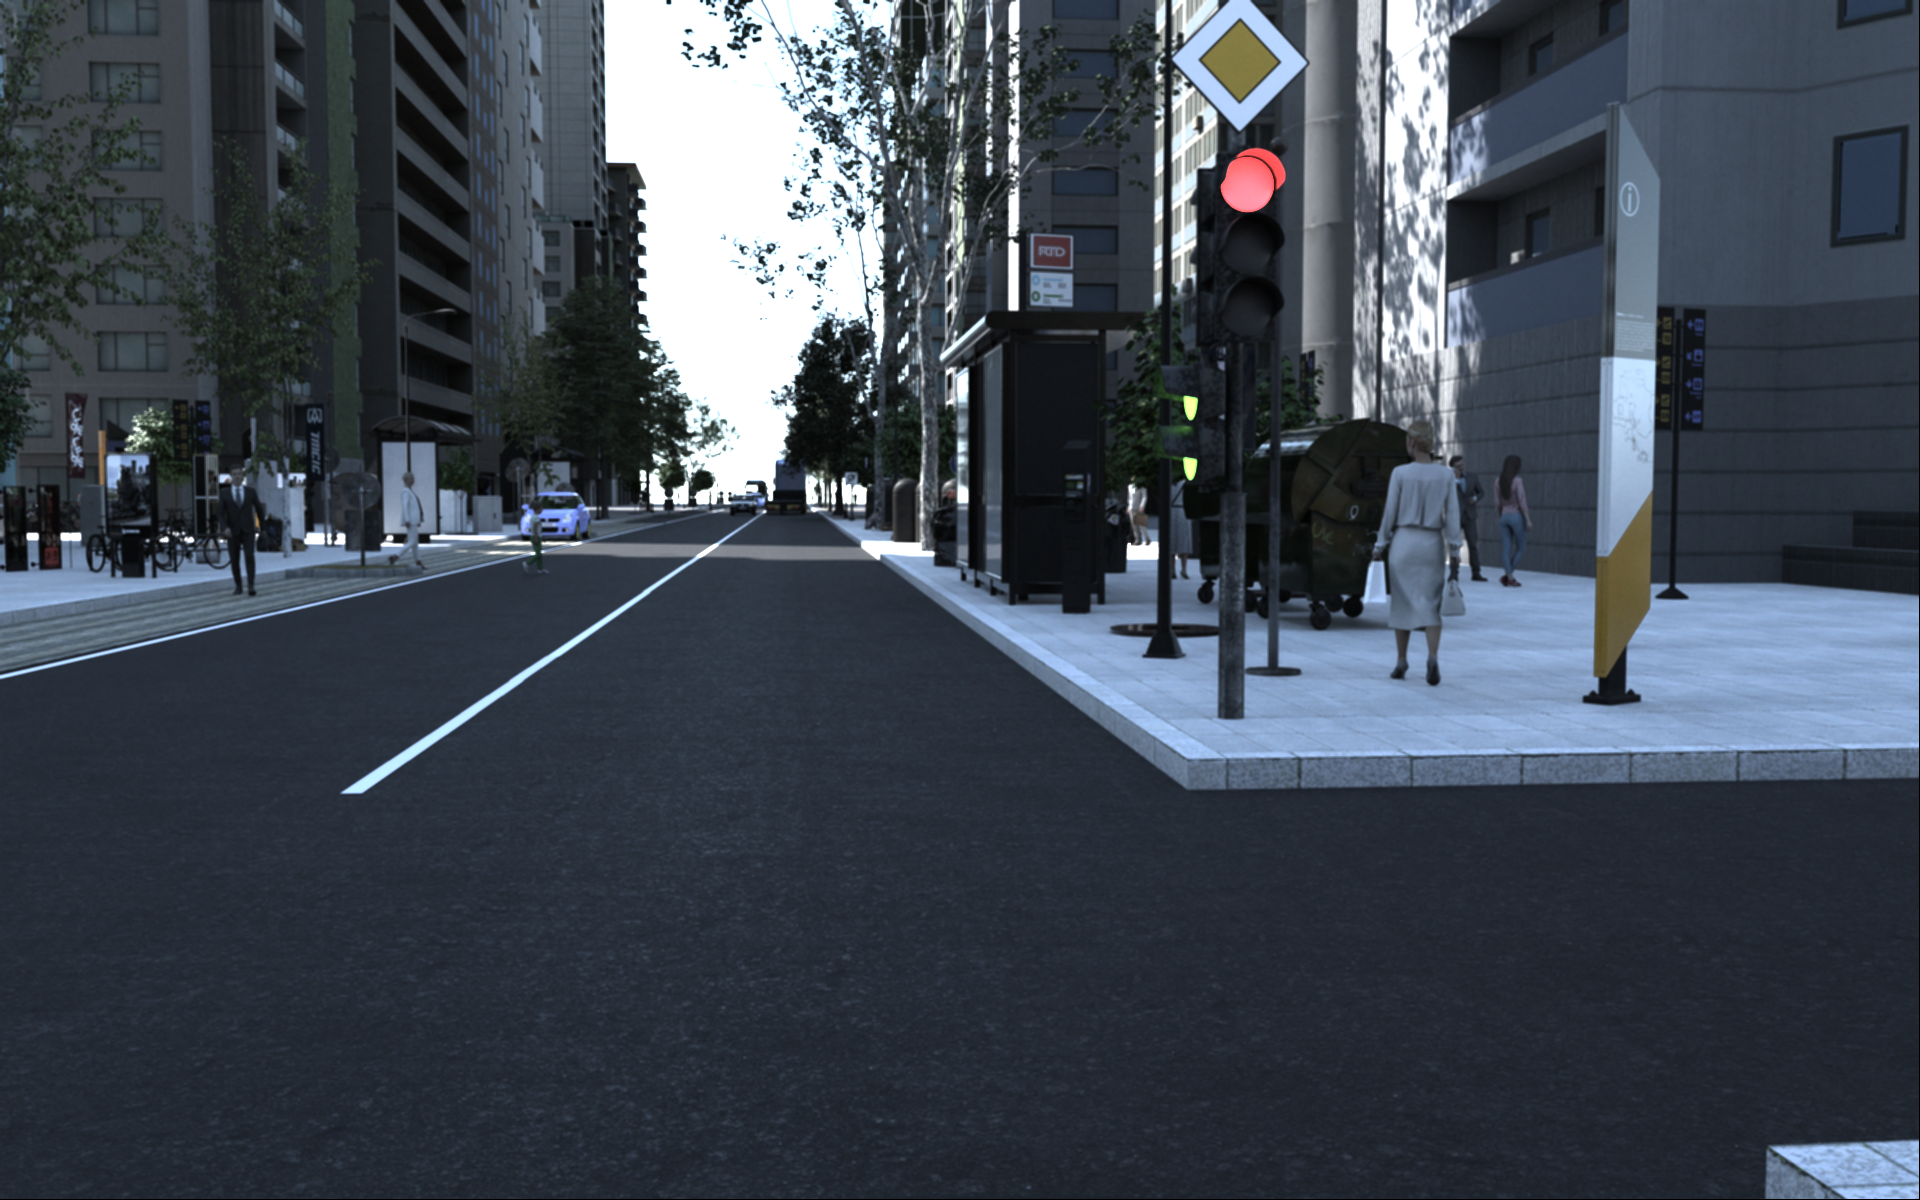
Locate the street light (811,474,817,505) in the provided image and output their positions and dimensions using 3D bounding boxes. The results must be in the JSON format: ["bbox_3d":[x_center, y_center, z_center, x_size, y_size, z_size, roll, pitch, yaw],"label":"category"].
[{"bbox_3d":[-9.990,-9.367,125.692,1.470,5.913,1.316,0,4,-6],"label":"street light"}]

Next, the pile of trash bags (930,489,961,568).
[{"bbox_3d":[0.361,-1.314,31.235,1.912,1.369,3.447,-1,4,-19],"label":"pile of trash bags"}]

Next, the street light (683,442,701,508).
[{"bbox_3d":[-24.181,-11.165,155.093,1.470,5.913,1.316,0,4,-6],"label":"street light"}]

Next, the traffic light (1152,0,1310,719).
[{"bbox_3d":[1.534,-1.278,9.811,0.839,4.253,0.868,0,4,-6],"label":"traffic light"}]

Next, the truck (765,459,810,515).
[{"bbox_3d":[-12.663,-8.412,127.300,2.967,4.110,18.799,0,4,-4],"label":"truck"}]

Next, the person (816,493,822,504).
[{"bbox_3d":[-17.648,-12.975,218.892,1.217,1.735,0.721,-1,4,-13],"label":"person"}]

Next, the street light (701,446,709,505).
[{"bbox_3d":[-25.336,-11.932,167.627,1.470,5.913,1.316,0,4,-6],"label":"street light"}]

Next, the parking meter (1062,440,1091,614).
[{"bbox_3d":[1.258,-0.792,18.657,0.255,1.863,0.399,1,4,14],"label":"parking meter"}]

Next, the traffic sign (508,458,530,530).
[{"bbox_3d":[-15.519,-3.721,60.942,0.768,2.556,0.104,0,4,2],"label":"traffic sign"}]

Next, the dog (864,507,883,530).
[{"bbox_3d":[-3.266,-2.957,62.730,0.800,0.831,0.513,2,4,29],"label":"dog"}]

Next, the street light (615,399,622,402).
[{"bbox_3d":[-17.233,-6.874,84.929,1.470,5.913,1.316,0,4,-6],"label":"street light"}]

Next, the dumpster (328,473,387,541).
[{"bbox_3d":[-16.457,-2.546,47.382,1.264,1.857,1.865,0,4,-6],"label":"dumpster"}]

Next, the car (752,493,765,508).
[{"bbox_3d":[-21.473,-10.563,182.294,1.945,1.707,3.694,0,4,-5],"label":"car"}]

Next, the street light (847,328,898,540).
[{"bbox_3d":[-2.332,-4.647,48.520,1.470,5.913,1.316,0,4,-6],"label":"street light"}]

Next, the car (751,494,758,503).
[{"bbox_3d":[-18.472,-8.543,149.467,2.009,1.686,4.222,0,4,-7],"label":"car"}]

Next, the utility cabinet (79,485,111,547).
[{"bbox_3d":[-20.860,-2.027,41.826,1.173,1.500,0.318,3,5,40],"label":"utility cabinet"}]

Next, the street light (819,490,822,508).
[{"bbox_3d":[-6.497,-7.211,90.442,1.470,5.913,1.316,0,4,-6],"label":"street light"}]

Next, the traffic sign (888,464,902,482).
[{"bbox_3d":[-2.013,-3.506,57.428,0.768,2.556,0.104,0,4,-3],"label":"traffic sign"}]

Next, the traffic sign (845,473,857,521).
[{"bbox_3d":[-5.085,-4.825,81.013,0.606,2.300,0.079,0,4,-5],"label":"traffic sign"}]

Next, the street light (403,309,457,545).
[{"bbox_3d":[-13.359,-4.350,43.656,1.470,5.913,1.316,0,4,-6],"label":"street light"}]

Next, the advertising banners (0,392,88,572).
[{"bbox_3d":[-15.489,-2.029,29.366,0.090,3.025,2.074,1,4,13],"label":"advertising banners"}]

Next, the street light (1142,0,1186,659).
[{"bbox_3d":[1.070,-2.501,13.430,1.470,5.913,1.316,0,4,-6],"label":"street light"}]

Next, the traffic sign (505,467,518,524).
[{"bbox_3d":[-19.111,-4.533,74.216,0.768,2.556,0.104,0,4,3],"label":"traffic sign"}]

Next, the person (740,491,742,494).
[{"bbox_3d":[-28.591,-13.303,226.014,0.705,1.823,1.348,-1,4,-17],"label":"person"}]

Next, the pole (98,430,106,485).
[{"bbox_3d":[-27.512,-3.778,55.616,0.158,3.312,0.155,0,3,0],"label":"pole"}]

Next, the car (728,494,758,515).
[{"bbox_3d":[-14.790,-6.625,118.112,2.009,1.686,4.222,0,4,-6],"label":"car"}]

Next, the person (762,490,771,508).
[{"bbox_3d":[-19.892,-10.388,178.423,1.350,1.814,0.705,3,4,38],"label":"person"}]

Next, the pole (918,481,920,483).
[{"bbox_3d":[-1.853,-5.281,80.183,0.158,3.312,0.155,0,3,0],"label":"pole"}]

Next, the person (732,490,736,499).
[{"bbox_3d":[-22.256,-9.982,171.795,0.705,1.814,1.350,-3,5,-42],"label":"person"}]

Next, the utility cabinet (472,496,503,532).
[{"bbox_3d":[-15.892,-2.882,58.275,0.306,1.237,1.020,3,4,38],"label":"utility cabinet"}]

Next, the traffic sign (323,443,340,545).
[{"bbox_3d":[-15.907,-2.647,43.387,0.768,2.556,0.104,0,4,1],"label":"traffic sign"}]

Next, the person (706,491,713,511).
[{"bbox_3d":[-21.702,-8.614,150.066,0.721,1.735,1.217,1,4,15],"label":"person"}]

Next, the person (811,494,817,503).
[{"bbox_3d":[-20.145,-14.082,239.467,0.799,1.438,0.628,-3,5,-41],"label":"person"}]

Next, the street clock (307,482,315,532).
[{"bbox_3d":[-22.024,-3.309,58.667,0.358,2.002,0.471,0,4,1],"label":"street clock"}]

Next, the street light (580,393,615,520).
[{"bbox_3d":[-16.813,-6.541,79.484,1.470,5.913,1.316,0,4,-6],"label":"street light"}]

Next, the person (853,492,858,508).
[{"bbox_3d":[-10.053,-9.578,166.569,0.415,1.643,0.593,1,4,19],"label":"person"}]

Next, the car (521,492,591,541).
[{"bbox_3d":[-12.584,-2.714,53.964,1.945,1.707,3.694,0,4,-4],"label":"car"}]

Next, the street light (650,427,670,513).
[{"bbox_3d":[-20.802,-9.019,120.002,1.470,5.913,1.316,0,4,-6],"label":"street light"}]

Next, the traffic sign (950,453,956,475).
[{"bbox_3d":[0.083,-3.101,50.809,0.768,2.556,0.104,0,4,3],"label":"traffic sign"}]

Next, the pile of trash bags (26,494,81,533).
[{"bbox_3d":[-30.065,-2.967,58.264,1.912,1.369,3.447,0,4,-2],"label":"pile of trash bags"}]

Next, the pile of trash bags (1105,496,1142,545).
[{"bbox_3d":[4.195,-2.110,44.246,3.447,1.369,1.912,0,4,0],"label":"pile of trash bags"}]

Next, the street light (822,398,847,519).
[{"bbox_3d":[-5.795,-6.819,84.038,1.470,5.913,1.316,0,4,-6],"label":"street light"}]

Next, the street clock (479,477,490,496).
[{"bbox_3d":[-20.506,-4.291,74.724,0.471,2.002,0.358,3,4,38],"label":"street clock"}]

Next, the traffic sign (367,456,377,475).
[{"bbox_3d":[-16.245,-2.978,48.687,0.884,2.594,0.081,0,4,-5],"label":"traffic sign"}]
